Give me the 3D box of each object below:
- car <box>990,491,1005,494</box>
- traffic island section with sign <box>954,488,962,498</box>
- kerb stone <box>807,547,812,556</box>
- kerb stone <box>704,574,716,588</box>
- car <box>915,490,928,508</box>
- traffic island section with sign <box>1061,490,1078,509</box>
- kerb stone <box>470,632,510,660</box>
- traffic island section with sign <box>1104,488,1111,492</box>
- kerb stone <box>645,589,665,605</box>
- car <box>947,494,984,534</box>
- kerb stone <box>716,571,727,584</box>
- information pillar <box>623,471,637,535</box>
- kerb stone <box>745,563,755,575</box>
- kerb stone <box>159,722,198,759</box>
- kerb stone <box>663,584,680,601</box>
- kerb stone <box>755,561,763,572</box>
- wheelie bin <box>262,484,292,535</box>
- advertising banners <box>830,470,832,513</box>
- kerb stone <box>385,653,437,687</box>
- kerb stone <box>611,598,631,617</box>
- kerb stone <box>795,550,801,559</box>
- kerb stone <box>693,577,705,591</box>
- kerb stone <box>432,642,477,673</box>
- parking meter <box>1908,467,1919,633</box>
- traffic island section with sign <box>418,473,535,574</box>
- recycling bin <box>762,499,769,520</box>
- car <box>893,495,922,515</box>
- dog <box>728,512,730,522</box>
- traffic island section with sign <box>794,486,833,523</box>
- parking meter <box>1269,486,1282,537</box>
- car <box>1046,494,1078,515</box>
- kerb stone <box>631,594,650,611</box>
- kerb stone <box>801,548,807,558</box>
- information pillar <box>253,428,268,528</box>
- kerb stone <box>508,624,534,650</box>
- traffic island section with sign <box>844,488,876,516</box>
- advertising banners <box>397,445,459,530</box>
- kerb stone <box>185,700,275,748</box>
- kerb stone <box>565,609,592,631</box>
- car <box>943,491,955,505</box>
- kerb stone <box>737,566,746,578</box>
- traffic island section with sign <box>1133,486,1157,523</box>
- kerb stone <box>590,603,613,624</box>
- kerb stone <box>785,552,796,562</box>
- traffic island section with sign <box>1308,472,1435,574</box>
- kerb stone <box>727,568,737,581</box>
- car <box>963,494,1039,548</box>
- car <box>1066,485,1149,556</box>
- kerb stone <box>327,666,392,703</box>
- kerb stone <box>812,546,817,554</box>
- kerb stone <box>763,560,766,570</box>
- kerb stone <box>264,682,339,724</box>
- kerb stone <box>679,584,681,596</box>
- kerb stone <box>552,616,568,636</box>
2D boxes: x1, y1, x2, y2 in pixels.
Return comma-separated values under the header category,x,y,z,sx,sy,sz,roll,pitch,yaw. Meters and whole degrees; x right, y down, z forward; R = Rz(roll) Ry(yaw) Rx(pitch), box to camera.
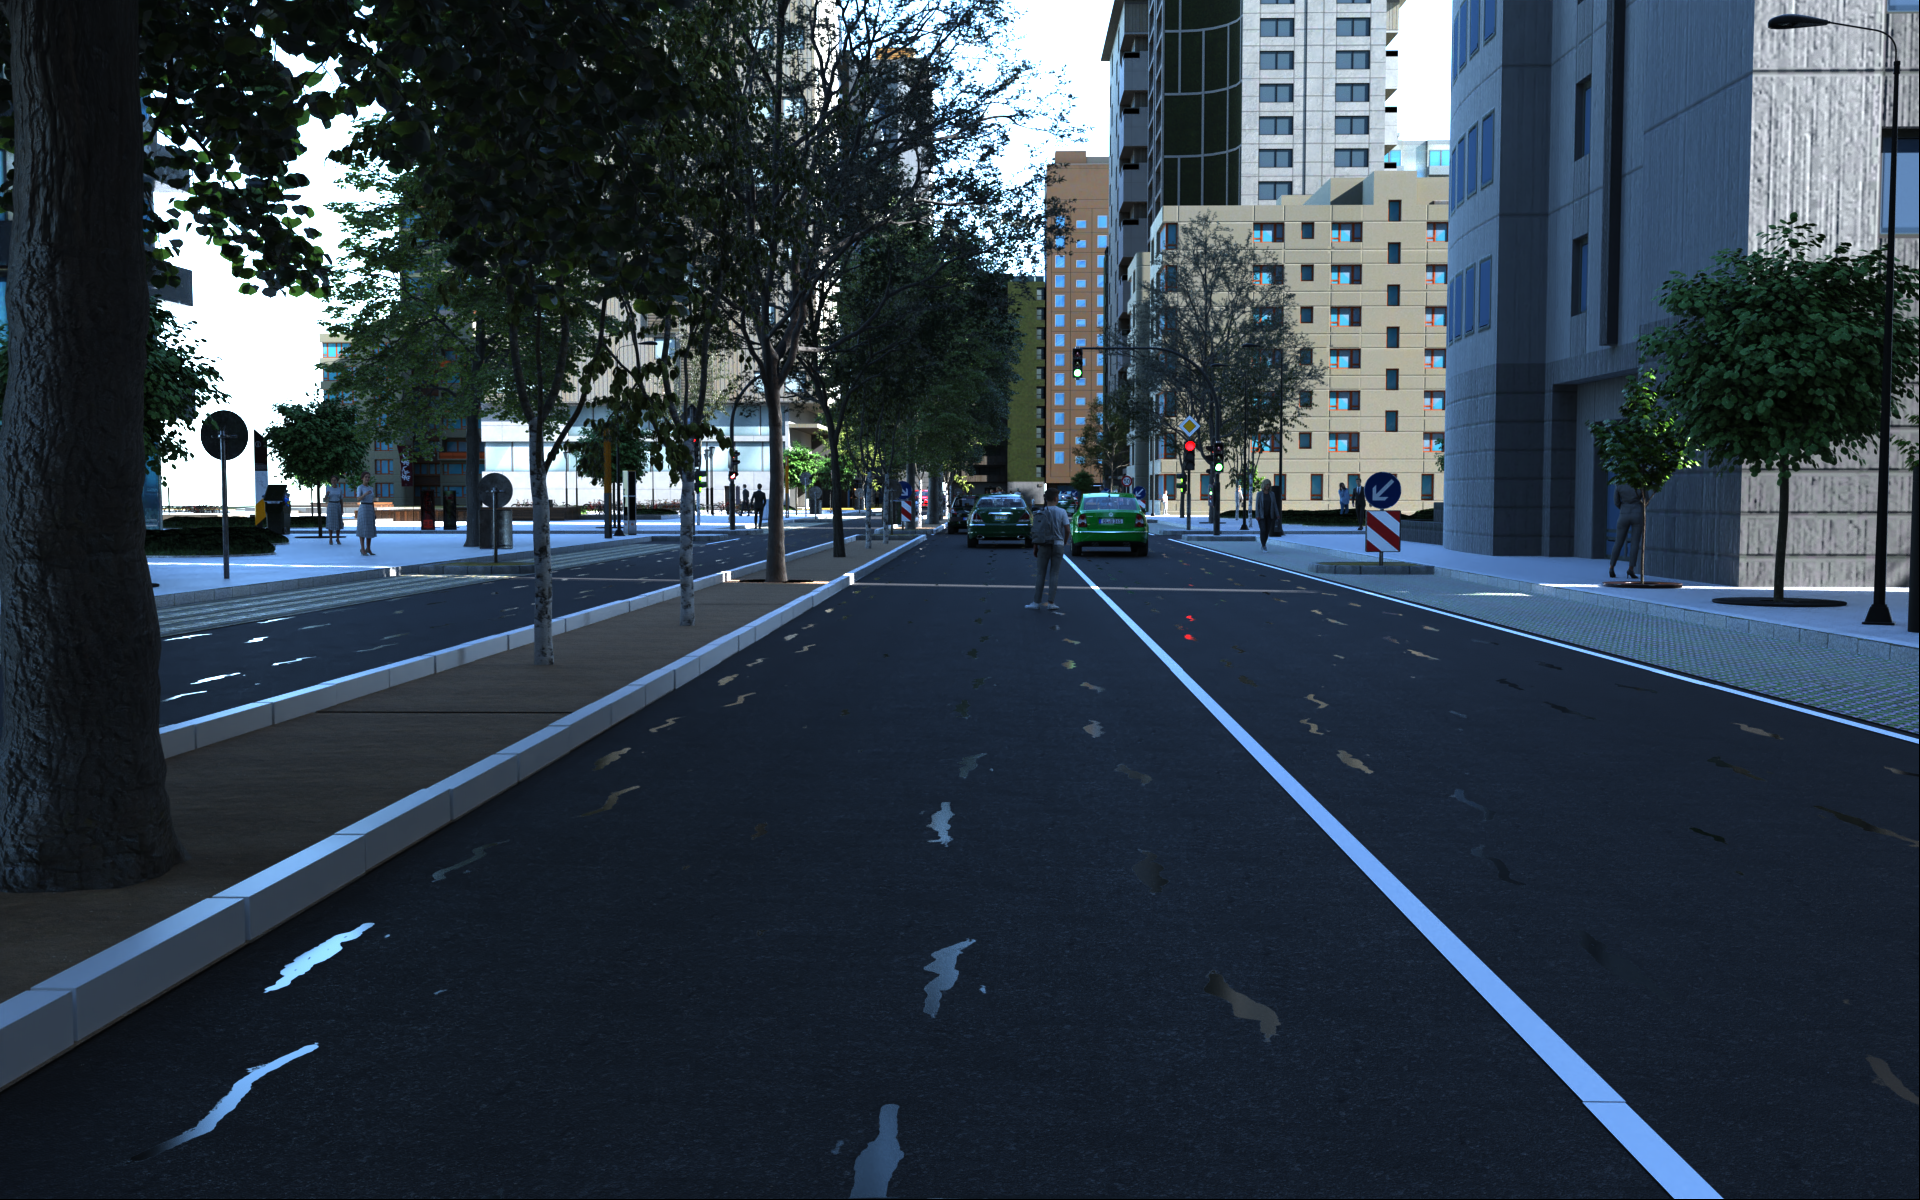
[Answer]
category,x,y,z,sx,sy,sz,roll,pitch,yaw
car,4.018,-10.616,182.244,2.281,1.827,5.304,0,4,3
traffic island section with sign,-0.164,-7.864,136.719,2.006,1.907,1.989,0,4,1
kerb stone,-3.581,-1.084,39.925,0.120,0.150,1.000,0,4,1
kerb stone,-3.916,-0.267,26.560,0.120,0.150,1.000,0,4,1
car,-3.398,-8.816,152.820,2.281,1.827,5.304,0,4,3
traffic island section with sign,10.659,-9.467,163.419,1.989,1.847,2.006,0,4,1
kerb stone,-4.198,0.422,15.288,0.120,0.150,1.000,0,4,1
traffic island section with sign,9.447,-6.438,113.888,1.989,1.847,2.006,0,4,1
kerb stone,-4.012,-0.013,22.461,0.120,0.150,1.000,0,4,1
car,0.488,-3.265,63.163,2.009,1.686,4.222,0,4,3
kerb stone,-3.888,-0.330,27.594,0.120,0.150,1.000,0,4,1
information pillar,-10.333,-3.038,54.170,0.304,2.012,0.304,-3,5,-43
kerb stone,-3.816,-0.518,30.672,0.120,0.150,1.000,0,4,1
kerb stone,-4.336,0.798,9.154,0.120,0.150,1.000,0,4,1
kerb stone,-3.982,-0.078,23.482,0.120,0.150,1.000,0,4,1
kerb stone,-3.784,-0.581,31.694,0.120,0.150,1.000,0,4,1
wheelie bin,-21.615,-2.871,54.842,0.980,1.594,0.693,0,4,4
advertising banners,-8.565,-7.260,114.888,0.090,3.025,2.074,0,4,-6
kerb stone,-4.243,0.550,13.241,0.120,0.150,1.000,0,4,1
kerb stone,-4.071,0.109,20.412,0.120,0.150,1.000,0,4,1
kerb stone,-3.644,-0.959,37.877,0.120,0.150,1.000,0,4,1
kerb stone,-3.937,-0.200,25.533,0.120,0.150,1.000,0,4,1
kerb stone,-4.210,0.485,14.267,0.120,0.150,1.000,0,4,1
parking meter,9.019,-0.467,16.049,0.372,1.533,0.369,0,3,0
traffic island section with sign,-8.586,-1.404,31.589,1.989,1.847,2.006,0,4,1
recycling bin,-9.458,-4.477,85.754,0.722,1.027,0.722,1,4,14
car,-3.660,-6.693,121.428,2.014,1.417,4.499,0,4,0
dog,-10.375,-3.762,78.332,0.540,0.507,0.406,3,5,41
traffic island section with sign,-7.234,-4.802,87.140,1.989,1.847,2.006,0,4,1
parking meter,9.473,-2.667,52.019,0.372,1.533,0.369,0,3,0
car,6.825,-6.341,115.475,2.131,1.459,4.920,0,4,2
kerb stone,-4.034,0.056,21.438,0.120,0.150,1.000,0,4,1
kerb stone,-3.613,-1.022,38.903,0.120,0.150,1.000,0,4,1
information pillar,-24.990,-4.315,61.900,0.504,3.616,0.183,-3,5,-43
kerb stone,-4.161,0.361,16.310,0.120,0.150,1.000,0,4,1
traffic island section with sign,-6.578,-6.450,114.088,1.989,1.847,2.006,0,4,1
advertising banners,-18.964,-4.011,61.762,2.074,3.025,0.090,-1,4,-17
kerb stone,-4.313,0.739,10.176,0.120,0.150,1.000,0,4,1
kerb stone,-4.109,0.234,18.368,0.120,0.150,1.000,0,4,1
car,-1.506,-11.601,198.346,2.281,1.827,5.304,0,4,1
kerb stone,-3.833,-0.454,29.648,0.120,0.150,1.000,0,4,1
traffic island section with sign,8.764,-4.750,86.287,1.989,1.847,2.006,0,4,1
kerb stone,-4.090,0.172,19.390,0.120,0.150,1.000,0,4,1
kerb stone,-3.663,-0.891,36.849,0.120,0.150,1.000,0,4,1
traffic island section with sign,7.435,-1.405,31.604,1.989,1.847,2.006,0,4,1
kerb stone,-3.864,-0.393,28.616,0.120,0.150,1.000,0,4,1
car,1.141,-2.201,47.781,2.131,1.459,4.920,0,4,2
car,3.532,-1.998,41.470,1.959,1.807,4.718,0,4,3
kerb stone,-4.265,0.610,12.219,0.120,0.150,1.000,0,4,1
kerb stone,-3.558,-1.147,40.952,0.120,0.150,1.000,0,4,1
kerb stone,-3.759,-0.644,32.717,0.120,0.150,1.000,0,4,1
kerb stone,-4.282,0.675,11.198,0.120,0.150,1.000,0,4,1
kerb stone,-3.957,-0.141,24.504,0.120,0.150,1.000,0,4,1
kerb stone,-4.140,0.299,17.339,0.120,0.150,1.000,0,4,1
